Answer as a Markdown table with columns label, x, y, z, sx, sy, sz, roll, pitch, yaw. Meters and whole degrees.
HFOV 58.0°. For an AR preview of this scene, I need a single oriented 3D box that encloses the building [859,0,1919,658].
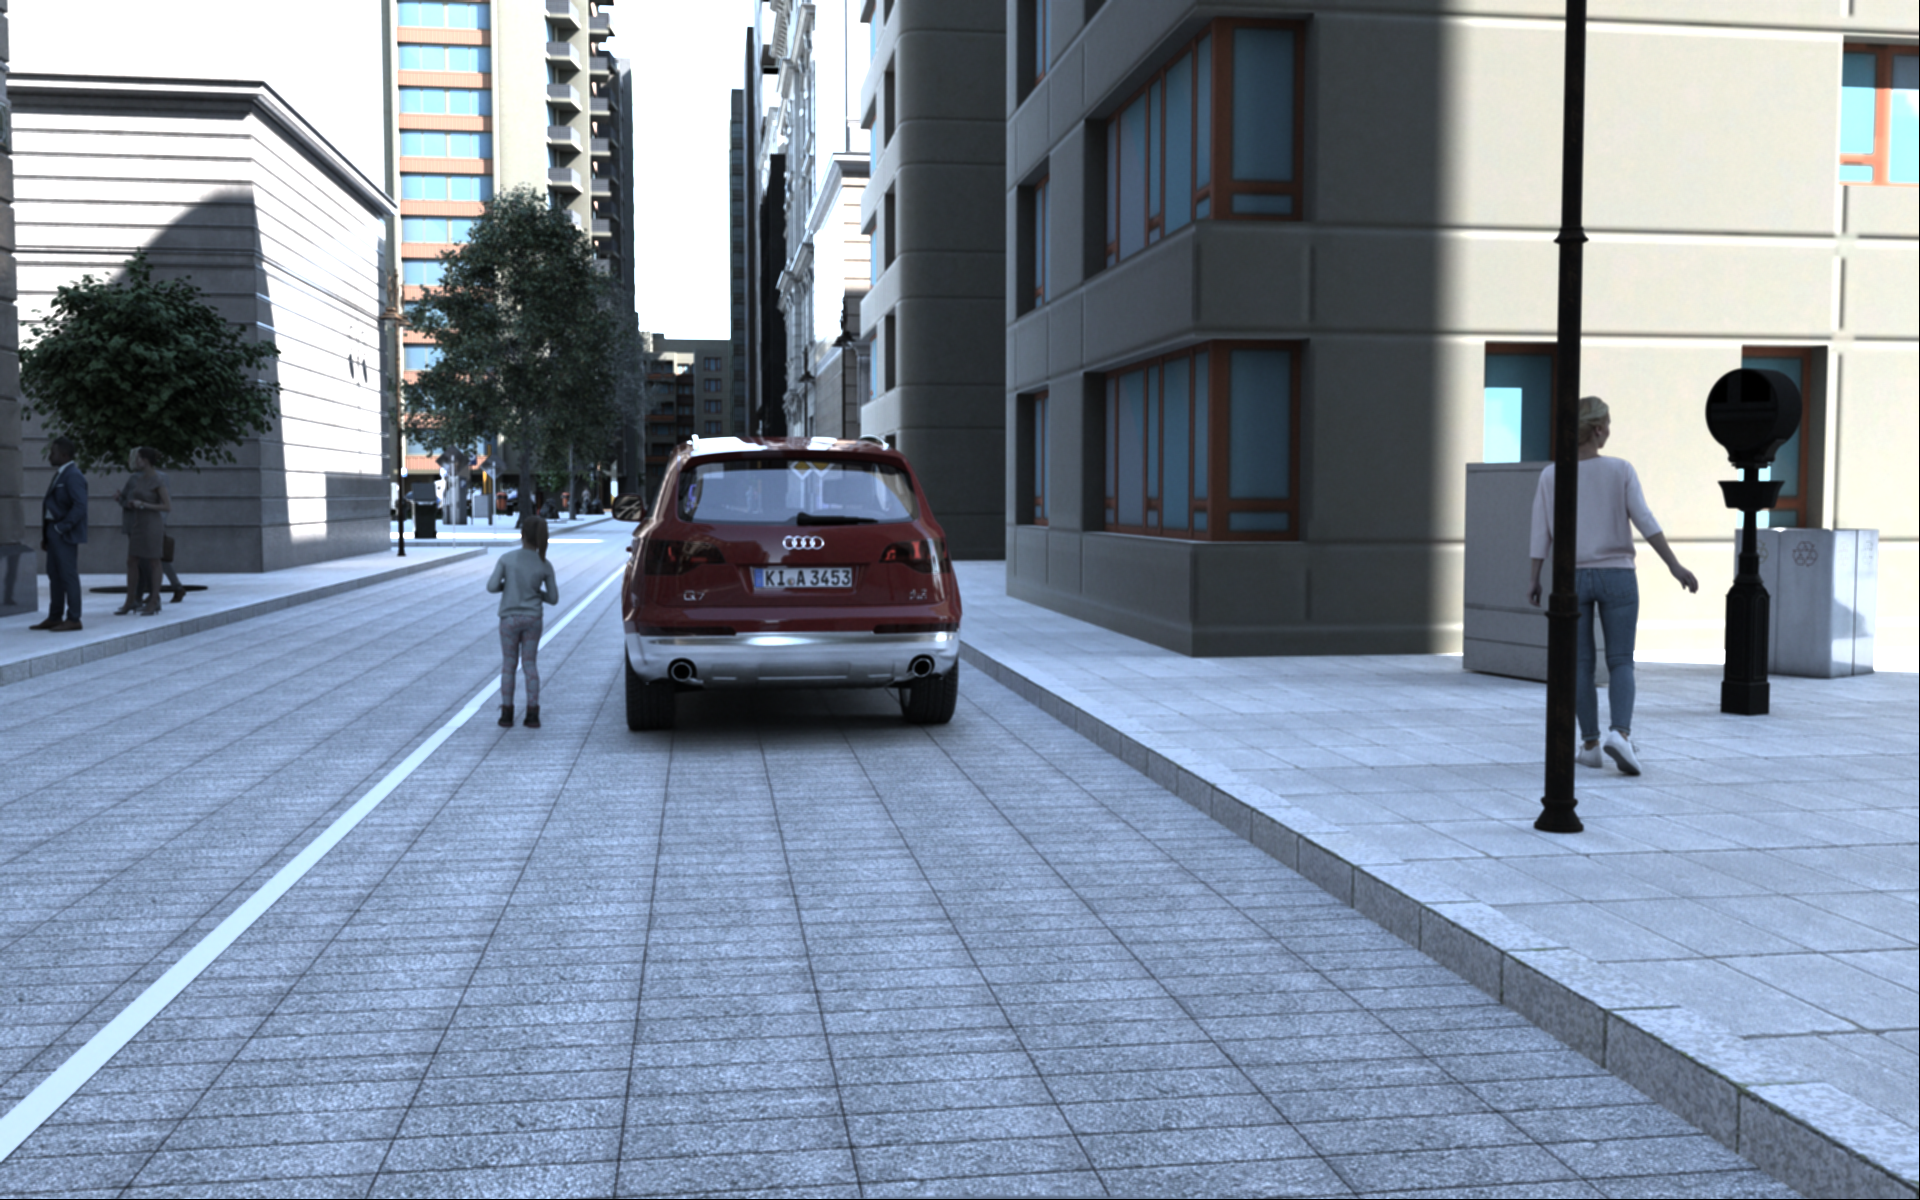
| label | x | y | z | sx | sy | sz | roll | pitch | yaw |
| --- | --- | --- | --- | --- | --- | --- | --- | --- | --- |
| building | 13.385 | -11.264 | 29.201 | 27.650 | 21.520 | 28.899 | -1 | 4 | -8 |

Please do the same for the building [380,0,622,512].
| label | x | y | z | sx | sy | sz | roll | pitch | yaw |
| --- | --- | --- | --- | --- | --- | --- | --- | --- | --- |
| building | -38.074 | -29.350 | 134.502 | 22.147 | 44.769 | 28.867 | -1 | 4 | -8 |

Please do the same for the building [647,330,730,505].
| label | x | y | z | sx | sy | sz | roll | pitch | yaw |
| --- | --- | --- | --- | --- | --- | --- | --- | --- | --- |
| building | -39.111 | -22.892 | 219.327 | 28.899 | 21.520 | 27.650 | -1 | 4 | -8 |

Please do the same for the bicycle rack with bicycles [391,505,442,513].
| label | x | y | z | sx | sy | sz | roll | pitch | yaw |
| --- | --- | --- | --- | --- | --- | --- | --- | --- | --- |
| bicycle rack with bicycles | -29.749 | -4.964 | 94.541 | 2.925 | 0.926 | 2.852 | 3 | 5 | 43 |

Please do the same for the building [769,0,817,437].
| label | x | y | z | sx | sy | sz | roll | pitch | yaw |
| --- | --- | --- | --- | --- | --- | --- | --- | --- | --- |
| building | -1.136 | -17.753 | 77.646 | 14.401 | 28.519 | 23.554 | -1 | 4 | -8 |

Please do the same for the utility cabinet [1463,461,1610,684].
| label | x | y | z | sx | sy | sz | roll | pitch | yaw |
| --- | --- | --- | --- | --- | --- | --- | --- | --- | --- |
| utility cabinet | 3.993 | -0.202 | 11.987 | 0.318 | 1.500 | 1.173 | -1 | 4 | -21 |

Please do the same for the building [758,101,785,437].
| label | x | y | z | sx | sy | sz | roll | pitch | yaw |
| --- | --- | --- | --- | --- | --- | --- | --- | --- | --- |
| building | -6.334 | -20.125 | 114.955 | 13.634 | 28.700 | 20.117 | -1 | 4 | -8 |

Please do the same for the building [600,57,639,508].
| label | x | y | z | sx | sy | sz | roll | pitch | yaw |
| --- | --- | --- | --- | --- | --- | --- | --- | --- | --- |
| building | -36.664 | -28.923 | 156.486 | 14.154 | 41.232 | 14.086 | -1 | 4 | -8 |

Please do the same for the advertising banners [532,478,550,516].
| label | x | y | z | sx | sy | sz | roll | pitch | yaw |
| --- | --- | --- | --- | --- | --- | --- | --- | --- | --- |
| advertising banners | -24.685 | -6.438 | 101.454 | 2.074 | 3.025 | 0.090 | -2 | 4 | -31 |

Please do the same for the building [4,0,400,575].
| label | x | y | z | sx | sy | sz | roll | pitch | yaw |
| --- | --- | --- | --- | --- | --- | --- | --- | --- | --- |
| building | -23.592 | -11.606 | 31.550 | 24.055 | 21.916 | 13.314 | -1 | 4 | -8 |

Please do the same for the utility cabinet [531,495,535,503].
| label | x | y | z | sx | sy | sz | roll | pitch | yaw |
| --- | --- | --- | --- | --- | --- | --- | --- | --- | --- |
| utility cabinet | -28.229 | -6.339 | 114.807 | 0.306 | 1.237 | 1.020 | 2 | 4 | 35 |

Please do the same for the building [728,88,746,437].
| label | x | y | z | sx | sy | sz | roll | pitch | yaw |
| --- | --- | --- | --- | --- | --- | --- | --- | --- | --- |
| building | -16.554 | -30.293 | 178.882 | 14.154 | 41.232 | 14.086 | -1 | 4 | -8 |

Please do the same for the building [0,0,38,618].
| label | x | y | z | sx | sy | sz | roll | pitch | yaw |
| --- | --- | --- | --- | --- | --- | --- | --- | --- | --- |
| building | -14.835 | -13.559 | 7.602 | 13.634 | 28.700 | 20.117 | -1 | 4 | -8 |

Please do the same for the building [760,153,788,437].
| label | x | y | z | sx | sy | sz | roll | pitch | yaw |
| --- | --- | --- | --- | --- | --- | --- | --- | --- | --- |
| building | -4.723 | -16.359 | 97.145 | 12.332 | 23.373 | 15.834 | -1 | 4 | -8 |

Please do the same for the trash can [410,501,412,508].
| label | x | y | z | sx | sy | sz | roll | pitch | yaw |
| --- | --- | --- | --- | --- | --- | --- | --- | --- | --- |
| trash can | -35.283 | -6.143 | 112.098 | 0.748 | 1.137 | 0.748 | 0 | 3 | 0 |

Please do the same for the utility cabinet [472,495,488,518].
| label | x | y | z | sx | sy | sz | roll | pitch | yaw |
| --- | --- | --- | --- | --- | --- | --- | --- | --- | --- |
| utility cabinet | -25.388 | -4.939 | 91.919 | 1.020 | 1.237 | 0.306 | -3 | 5 | -40 |

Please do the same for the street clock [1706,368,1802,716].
| label | x | y | z | sx | sy | sz | roll | pitch | yaw |
| --- | --- | --- | --- | --- | --- | --- | --- | --- | --- |
| street clock | 4.595 | -0.337 | 10.081 | 0.358 | 2.002 | 0.471 | -2 | 4 | -30 |

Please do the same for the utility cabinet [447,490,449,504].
| label | x | y | z | sx | sy | sz | roll | pitch | yaw |
| --- | --- | --- | --- | --- | --- | --- | --- | --- | --- |
| utility cabinet | -24.609 | -4.588 | 83.700 | 0.318 | 1.500 | 1.173 | -1 | 4 | -15 |

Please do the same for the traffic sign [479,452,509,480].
| label | x | y | z | sx | sy | sz | roll | pitch | yaw |
| --- | --- | --- | --- | --- | --- | --- | --- | --- | --- |
| traffic sign | -12.987 | -2.818 | 48.260 | 0.795 | 2.593 | 0.064 | -1 | 4 | -8 |

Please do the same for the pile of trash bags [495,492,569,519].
| label | x | y | z | sx | sy | sz | roll | pitch | yaw |
| --- | --- | --- | --- | --- | --- | --- | --- | --- | --- |
| pile of trash bags | -22.174 | -4.827 | 88.678 | 3.447 | 1.369 | 1.912 | 1 | 4 | 12 |

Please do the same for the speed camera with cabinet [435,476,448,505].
| label | x | y | z | sx | sy | sz | roll | pitch | yaw |
| --- | --- | --- | --- | --- | --- | --- | --- | --- | --- |
| speed camera with cabinet | -35.535 | -7.629 | 119.074 | 0.660 | 3.252 | 2.038 | 0 | 3 | 0 |

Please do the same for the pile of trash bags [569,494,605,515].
| label | x | y | z | sx | sy | sz | roll | pitch | yaw |
| --- | --- | --- | --- | --- | --- | --- | --- | --- | --- |
| pile of trash bags | -23.663 | -5.992 | 107.718 | 3.447 | 1.369 | 1.912 | 3 | 5 | 40 |

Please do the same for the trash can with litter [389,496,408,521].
| label | x | y | z | sx | sy | sz | roll | pitch | yaw |
| --- | --- | --- | --- | --- | --- | --- | --- | --- | --- |
| trash can with litter | -26.694 | -4.323 | 82.075 | 1.055 | 1.170 | 0.624 | 1 | 4 | 19 |

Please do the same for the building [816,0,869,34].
| label | x | y | z | sx | sy | sz | roll | pitch | yaw |
| --- | --- | --- | --- | --- | --- | --- | --- | --- | --- |
| building | 5.304 | -16.554 | 56.561 | 20.117 | 28.700 | 13.634 | -1 | 4 | -8 |

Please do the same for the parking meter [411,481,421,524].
| label | x | y | z | sx | sy | sz | roll | pitch | yaw |
| --- | --- | --- | --- | --- | --- | --- | --- | --- | --- |
| parking meter | -23.406 | -4.208 | 74.515 | 0.399 | 1.863 | 0.255 | 0 | 4 | -8 |

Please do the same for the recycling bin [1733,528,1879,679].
| label | x | y | z | sx | sy | sz | roll | pitch | yaw |
| --- | --- | --- | --- | --- | --- | --- | --- | --- | --- |
| recycling bin | 6.072 | 0.006 | 12.457 | 0.722 | 1.027 | 0.722 | -3 | 4 | -37 |

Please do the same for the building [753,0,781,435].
| label | x | y | z | sx | sy | sz | roll | pitch | yaw |
| --- | --- | --- | --- | --- | --- | --- | --- | --- | --- |
| building | -3.291 | -33.978 | 144.783 | 28.713 | 52.752 | 27.495 | -1 | 4 | -8 |

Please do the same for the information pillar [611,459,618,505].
| label | x | y | z | sx | sy | sz | roll | pitch | yaw |
| --- | --- | --- | --- | --- | --- | --- | --- | --- | --- |
| information pillar | -23.159 | -7.632 | 116.132 | 0.504 | 3.616 | 0.183 | 1 | 4 | 21 |

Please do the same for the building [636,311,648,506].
| label | x | y | z | sx | sy | sz | roll | pitch | yaw |
| --- | --- | --- | --- | --- | --- | --- | --- | --- | --- |
| building | -48.345 | -20.622 | 182.211 | 28.899 | 21.520 | 27.650 | -1 | 4 | -8 |

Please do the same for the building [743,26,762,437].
| label | x | y | z | sx | sy | sz | roll | pitch | yaw |
| --- | --- | --- | --- | --- | --- | --- | --- | --- | --- |
| building | -13.405 | -31.489 | 164.952 | 14.600 | 45.320 | 14.200 | -1 | 4 | -8 |

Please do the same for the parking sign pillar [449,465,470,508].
| label | x | y | z | sx | sy | sz | roll | pitch | yaw |
| --- | --- | --- | --- | --- | --- | --- | --- | --- | --- |
| parking sign pillar | -32.657 | -7.619 | 113.036 | 1.447 | 3.967 | 1.447 | -1 | 4 | -10 |
